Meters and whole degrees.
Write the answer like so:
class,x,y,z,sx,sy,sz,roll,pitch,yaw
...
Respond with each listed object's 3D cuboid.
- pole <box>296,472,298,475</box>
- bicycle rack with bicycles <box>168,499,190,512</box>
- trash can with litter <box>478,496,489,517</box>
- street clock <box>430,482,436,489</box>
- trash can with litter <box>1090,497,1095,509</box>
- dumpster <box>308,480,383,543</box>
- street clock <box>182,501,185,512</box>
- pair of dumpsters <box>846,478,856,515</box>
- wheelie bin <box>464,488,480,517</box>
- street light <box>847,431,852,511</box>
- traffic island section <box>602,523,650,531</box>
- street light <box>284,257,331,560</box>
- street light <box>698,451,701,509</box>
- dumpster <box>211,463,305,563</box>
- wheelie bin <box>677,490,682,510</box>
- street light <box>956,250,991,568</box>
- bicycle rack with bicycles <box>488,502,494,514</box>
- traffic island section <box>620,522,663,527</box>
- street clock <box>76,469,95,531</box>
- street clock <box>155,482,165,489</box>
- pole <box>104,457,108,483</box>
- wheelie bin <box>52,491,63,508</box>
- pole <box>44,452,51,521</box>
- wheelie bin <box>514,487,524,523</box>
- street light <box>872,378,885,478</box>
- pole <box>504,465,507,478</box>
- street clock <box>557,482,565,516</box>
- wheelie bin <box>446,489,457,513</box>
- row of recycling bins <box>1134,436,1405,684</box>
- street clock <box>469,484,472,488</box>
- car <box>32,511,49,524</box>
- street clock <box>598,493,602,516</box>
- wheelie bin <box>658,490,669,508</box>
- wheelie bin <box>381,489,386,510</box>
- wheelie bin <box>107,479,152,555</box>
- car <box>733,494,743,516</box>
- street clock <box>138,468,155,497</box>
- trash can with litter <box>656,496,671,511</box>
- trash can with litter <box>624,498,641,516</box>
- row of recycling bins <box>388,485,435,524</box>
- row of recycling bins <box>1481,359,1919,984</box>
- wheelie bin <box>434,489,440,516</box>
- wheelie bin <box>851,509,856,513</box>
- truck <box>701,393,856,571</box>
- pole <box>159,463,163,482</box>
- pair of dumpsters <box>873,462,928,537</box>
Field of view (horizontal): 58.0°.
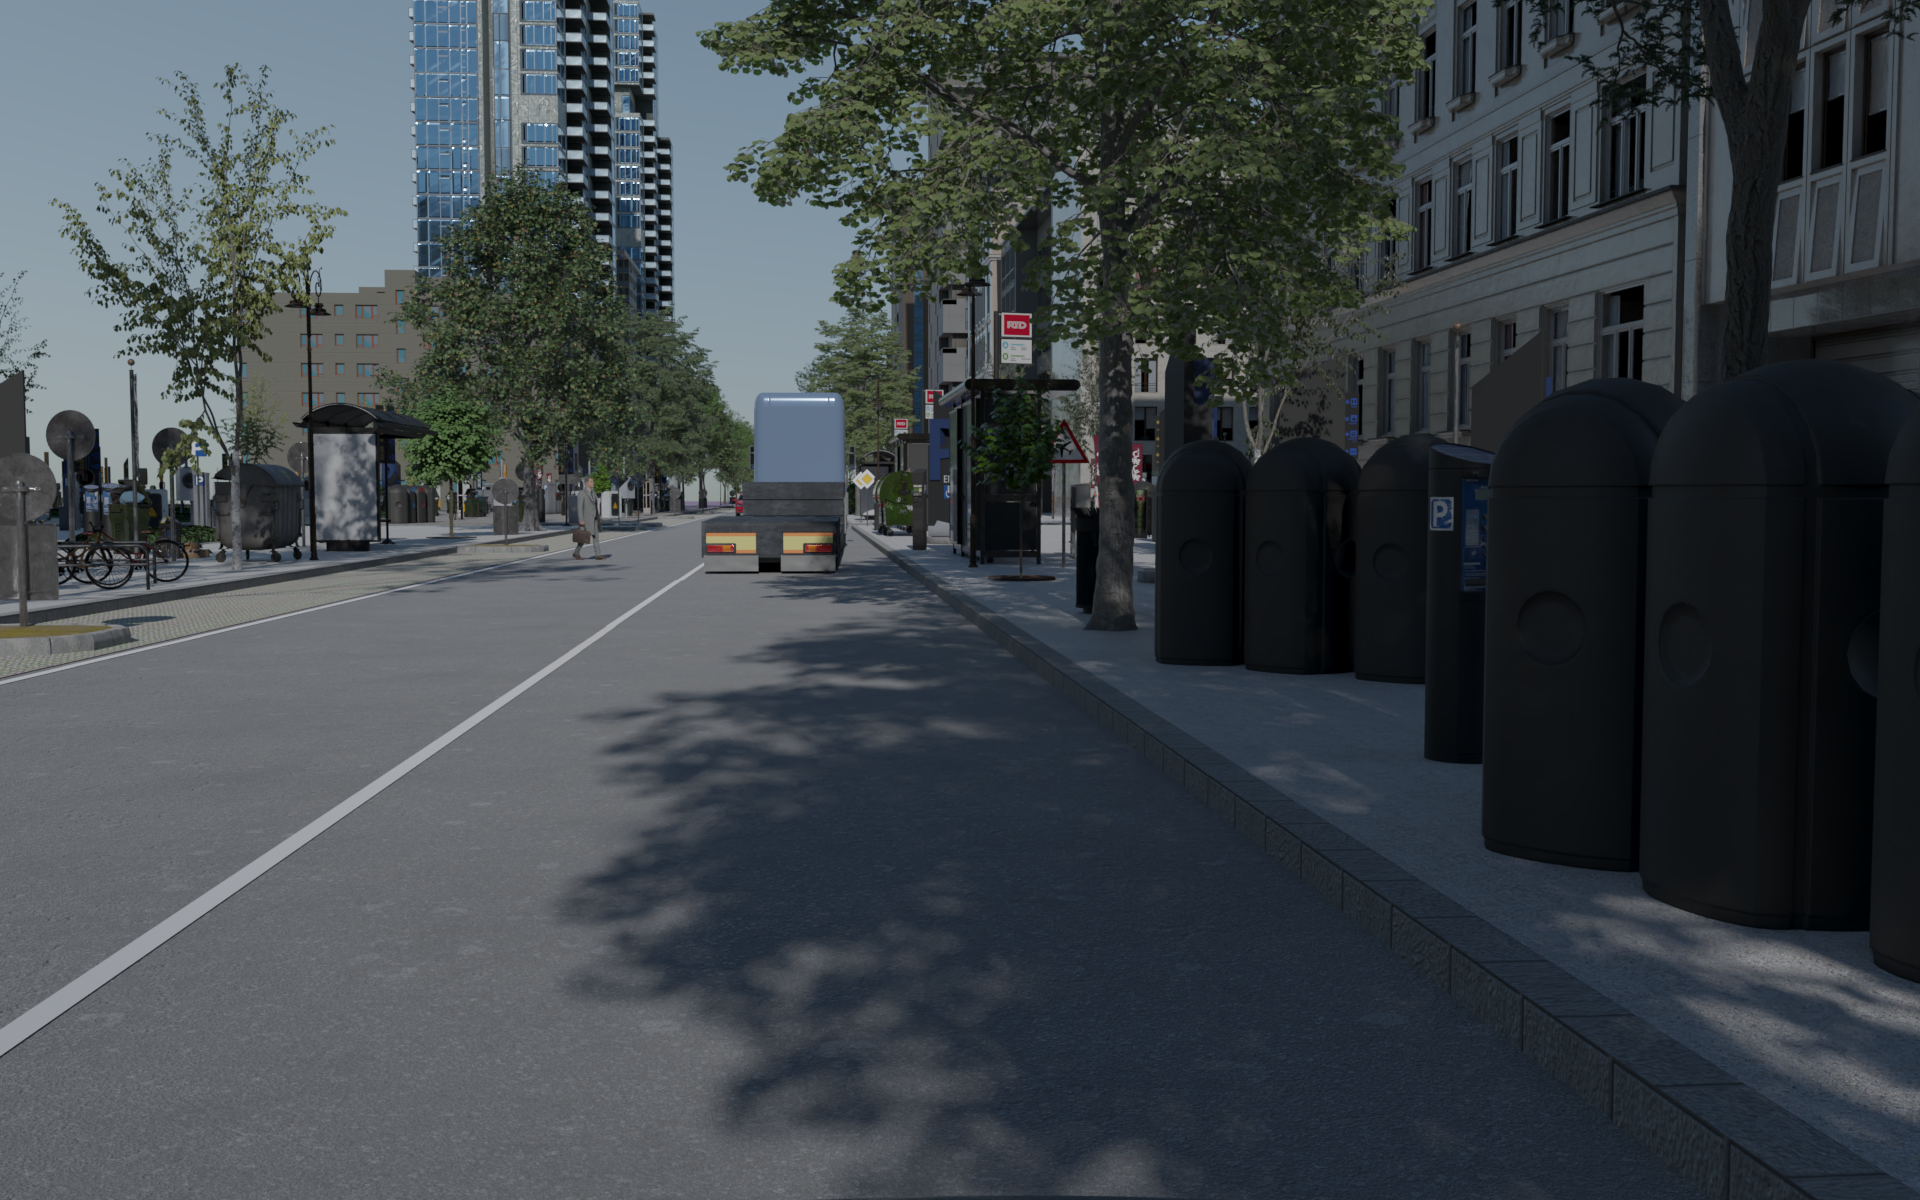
class,x,y,z,sx,sy,sz,roll,pitch,yaw
pole,-50.341,-8.427,131.630,0.158,3.312,0.155,0,3,0
bicycle rack with bicycles,-38.739,-4.217,82.336,2.852,0.926,2.925,1,4,19
trash can with litter,-26.884,-5.266,97.489,0.624,1.170,1.055,0,4,-7
street clock,-32.633,-6.270,107.084,0.471,2.002,0.358,0,4,-2
trash can with litter,6.188,-4.097,78.366,1.055,1.170,0.624,2,4,29
dumpster,-16.253,-2.650,45.820,1.502,2.255,1.985,0,4,-5
street clock,-43.282,-5.616,96.392,0.358,2.002,0.471,-1,4,-16
pair of dumpsters,-6.534,-6.518,109.069,1.574,2.255,4.437,0,4,-5
wheelie bin,-26.815,-5.339,95.203,0.693,1.594,0.980,2,4,29
street light,-7.162,-8.554,112.641,0.468,5.910,1.993,0,4,-5
traffic island section,-13.558,-2.842,68.752,2.009,0.180,2.903,0,4,-5
street light,-12.552,-3.712,33.480,0.468,5.910,1.993,0,4,-5
street light,-23.022,-11.026,153.067,0.468,5.910,1.993,0,4,-5
dumpster,-13.408,-1.672,33.099,1.264,1.857,1.865,0,4,-5
wheelie bin,-21.903,-7.789,135.264,0.693,1.594,0.980,0,4,3
street light,0.229,-3.506,30.114,0.468,5.910,1.993,0,4,-5
bicycle rack with bicycles,-30.943,-6.086,112.889,2.852,0.926,2.925,2,4,33
traffic island section,-14.262,-3.329,76.707,2.009,0.180,2.903,0,4,-5
street clock,-25.153,-2.770,49.856,0.471,2.002,0.358,-1,4,-21
street clock,-46.335,-5.875,100.623,0.358,2.002,0.471,-1,4,-10
pole,-47.552,-6.280,96.522,0.158,3.312,0.155,0,3,0
wheelie bin,-62.635,-6.869,120.216,0.693,1.594,0.980,-1,4,-13
pole,-44.084,-5.494,83.663,0.158,3.312,0.155,0,3,0
wheelie bin,-19.657,-4.298,78.179,0.980,1.594,0.693,-2,4,-27
street light,-3.266,-5.895,69.177,0.468,5.910,1.993,0,4,-5
pole,-31.361,-7.689,119.552,0.158,3.312,0.155,0,3,0
street clock,-23.672,-6.041,103.341,0.358,2.002,0.471,2,4,34
wheelie bin,-33.804,-6.569,115.304,0.693,1.594,0.980,0,4,1
row of recycling bins,2.902,-0.321,12.355,3.534,1.692,1.069,3,5,40
street clock,-35.173,-7.305,124.010,0.358,2.002,0.471,1,4,22
car,-39.874,-3.760,70.143,5.304,1.827,2.281,0,4,-6
street clock,-21.100,-5.948,101.824,0.471,2.002,0.358,0,4,-1
wheelie bin,-24.778,-8.373,144.808,0.980,1.594,0.693,-1,4,-11
wheelie bin,-33.912,-5.713,101.323,0.980,1.594,0.693,-3,4,-37
wheelie bin,-17.699,-1.774,36.918,0.980,1.594,0.693,2,4,30
car,-13.842,-6.418,113.973,2.155,1.783,4.494,0,4,-5
street clock,-22.667,-2.661,48.085,0.358,2.002,0.471,-1,4,-22
trash can with litter,-21.971,-7.177,128.737,1.055,1.170,0.624,2,4,28
trash can with litter,-19.185,-5.514,101.549,1.055,1.170,0.624,0,4,-7
row of recycling bins,-24.254,-4.243,76.483,1.069,1.692,3.534,1,4,8
row of recycling bins,2.818,0.131,4.970,1.069,1.692,3.534,-1,4,-23
wheelie bin,-30.557,-5.634,100.031,0.693,1.594,0.980,3,5,40
wheelie bin,-7.243,-6.577,115.439,0.980,1.594,0.693,-1,4,-18
truck,-3.932,-3.083,40.173,2.967,4.110,18.799,0,4,-3
pole,-47.250,-6.647,102.519,0.158,3.312,0.155,0,3,0
pair of dumpsters,-1.860,-3.159,54.151,1.574,2.255,4.437,0,4,-5
